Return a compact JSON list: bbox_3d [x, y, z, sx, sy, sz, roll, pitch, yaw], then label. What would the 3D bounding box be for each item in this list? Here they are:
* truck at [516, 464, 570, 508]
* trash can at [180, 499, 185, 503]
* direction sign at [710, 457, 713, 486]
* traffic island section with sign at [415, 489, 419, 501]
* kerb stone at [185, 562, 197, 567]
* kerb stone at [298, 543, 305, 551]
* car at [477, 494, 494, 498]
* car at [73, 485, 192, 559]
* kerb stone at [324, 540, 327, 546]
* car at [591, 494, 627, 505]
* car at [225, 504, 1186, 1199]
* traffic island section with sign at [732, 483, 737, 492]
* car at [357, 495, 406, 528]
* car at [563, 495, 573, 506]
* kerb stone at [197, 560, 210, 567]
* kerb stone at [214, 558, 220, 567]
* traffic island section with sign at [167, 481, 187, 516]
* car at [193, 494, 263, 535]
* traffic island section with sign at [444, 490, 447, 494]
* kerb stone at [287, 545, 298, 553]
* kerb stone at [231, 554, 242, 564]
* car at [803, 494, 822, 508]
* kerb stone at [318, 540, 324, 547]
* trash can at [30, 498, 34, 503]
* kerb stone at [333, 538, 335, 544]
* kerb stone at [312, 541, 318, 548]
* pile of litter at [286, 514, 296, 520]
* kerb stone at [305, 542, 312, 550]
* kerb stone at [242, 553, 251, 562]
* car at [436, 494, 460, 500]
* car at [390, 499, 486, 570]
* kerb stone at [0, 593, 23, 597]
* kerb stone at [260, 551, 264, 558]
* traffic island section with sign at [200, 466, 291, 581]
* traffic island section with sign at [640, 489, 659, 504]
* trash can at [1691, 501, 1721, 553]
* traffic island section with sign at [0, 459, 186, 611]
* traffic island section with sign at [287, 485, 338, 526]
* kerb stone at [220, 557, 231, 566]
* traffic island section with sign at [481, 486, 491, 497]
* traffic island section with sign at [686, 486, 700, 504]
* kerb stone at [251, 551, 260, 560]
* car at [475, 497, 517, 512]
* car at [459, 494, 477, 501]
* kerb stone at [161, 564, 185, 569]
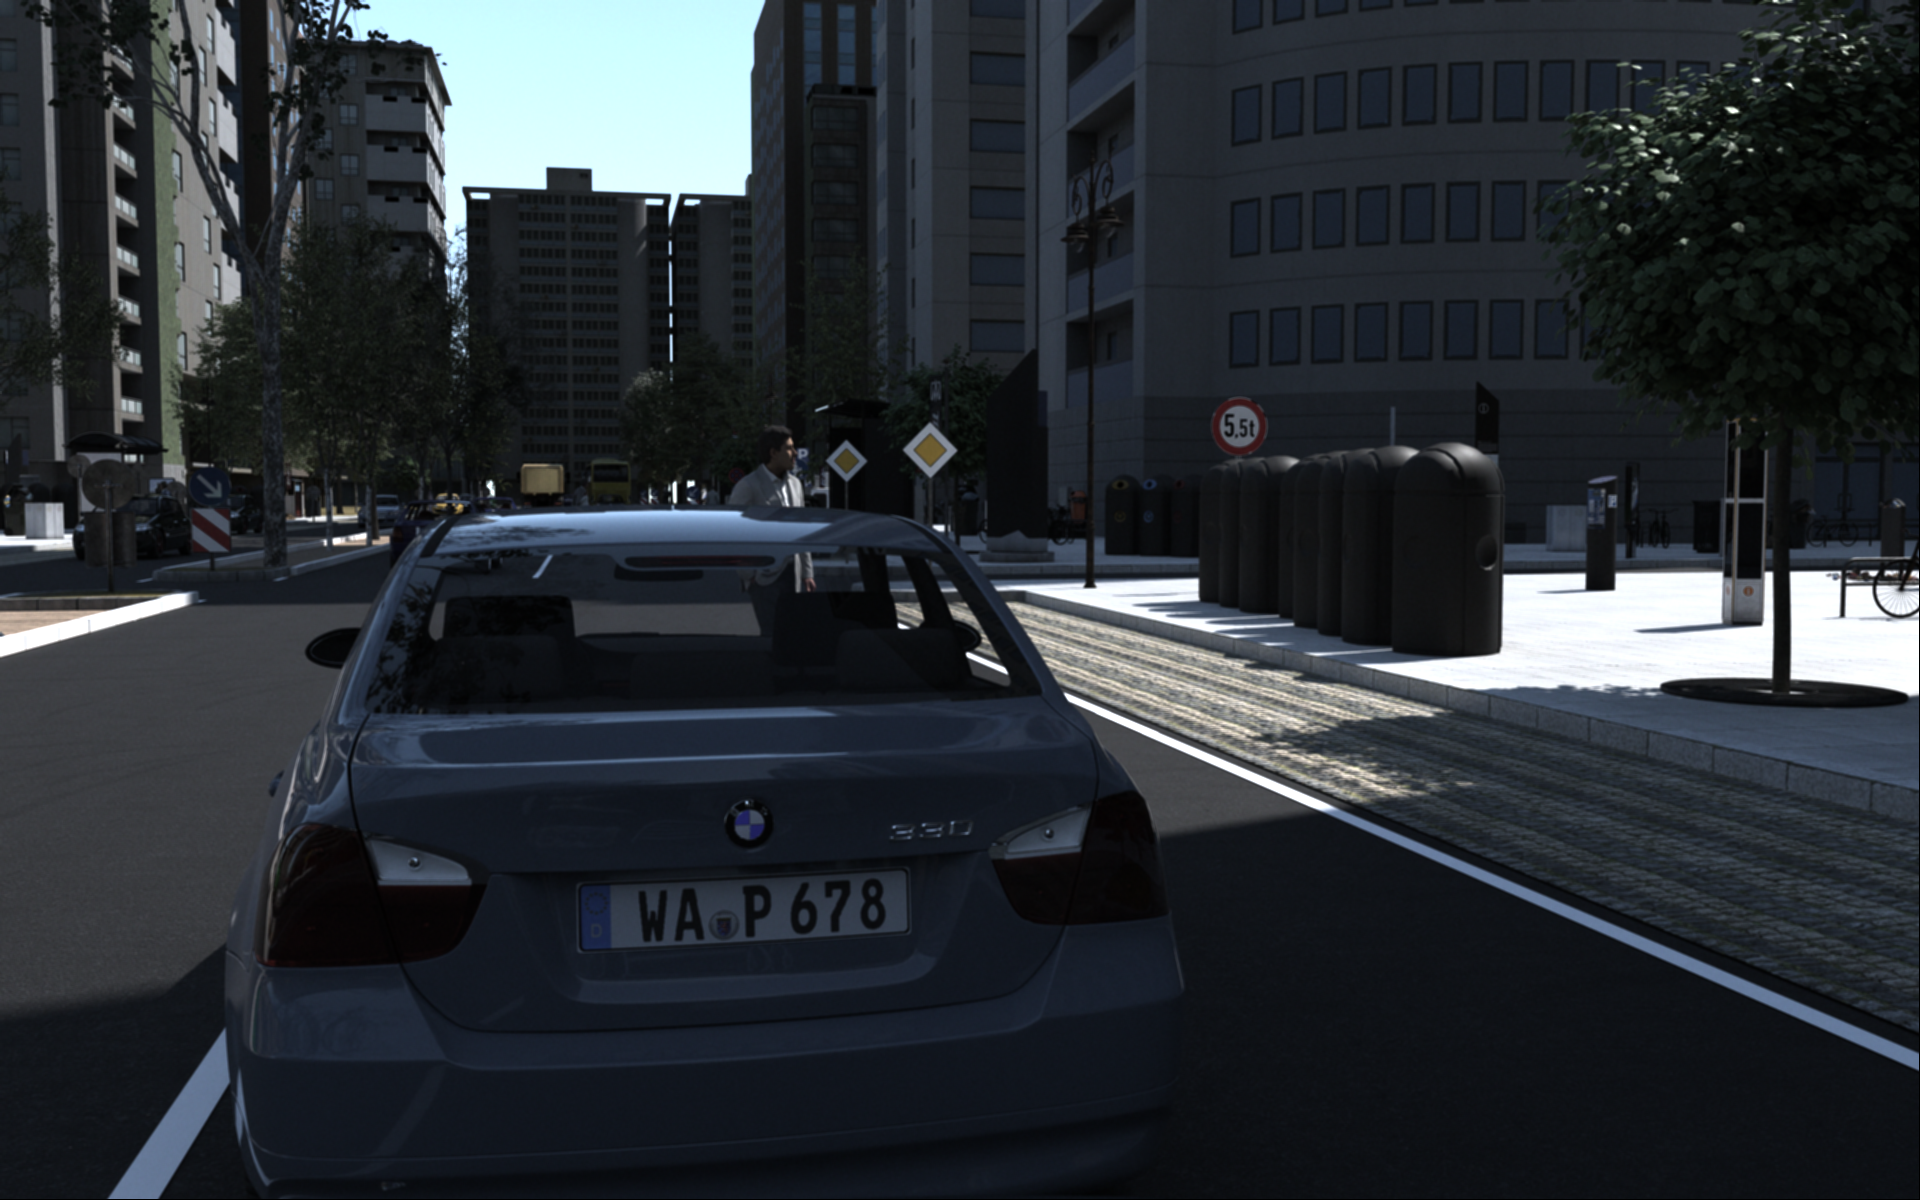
[{"bbox_3d":[-26.772,-7.052,111.224,3.469,3.379,9.791,-1,4,-13],"label":"truck"},{"bbox_3d":[-37.413,-4.356,82.871,0.748,1.137,0.748,0,3,0],"label":"trash can"},{"bbox_3d":[-15.219,-6.974,106.026,0.379,3.537,0.876,-1,4,-17],"label":"direction sign"},{"bbox_3d":[-39.922,-7.300,127.981,1.989,1.847,2.006,-1,4,-12],"label":"traffic island section with sign"},{"bbox_3d":[-14.083,-0.567,31.467,0.120,0.150,1.000,-1,4,-12],"label":"kerb stone"},{"bbox_3d":[-16.641,-1.301,43.474,0.120,0.150,1.000,-1,4,-12],"label":"kerb stone"},{"bbox_3d":[-44.659,-9.260,163.192,2.131,1.459,4.920,-1,4,-12],"label":"car"},{"bbox_3d":[-18.732,-1.807,39.327,2.009,1.686,4.222,-1,4,-10],"label":"car"},{"bbox_3d":[-17.504,-1.544,47.484,0.120,0.150,1.000,-1,4,-12],"label":"kerb stone"},{"bbox_3d":[-19.353,-5.248,95.591,2.009,1.686,4.222,-1,4,-13],"label":"car"},{"bbox_3d":[-0.803,0.442,4.768,2.014,1.417,4.499,-1,4,-13],"label":"car"},{"bbox_3d":[-7.204,-2.896,55.969,1.989,1.847,2.006,-1,4,-12],"label":"traffic island section with sign"},{"bbox_3d":[-24.951,-3.843,74.839,2.014,1.417,4.499,-1,4,-14],"label":"car"},{"bbox_3d":[-39.938,-10.057,177.018,1.945,1.354,3.894,-1,4,-11],"label":"car"},{"bbox_3d":[-14.288,-0.628,32.469,0.120,0.150,1.000,-1,4,-12],"label":"kerb stone"},{"bbox_3d":[-14.510,-0.689,33.467,0.120,0.150,1.000,-1,4,-12],"label":"kerb stone"},{"bbox_3d":[-23.805,-2.680,52.449,1.989,1.847,2.006,-1,4,-12],"label":"traffic island section with sign"},{"bbox_3d":[-25.888,-3.145,61.211,2.009,1.686,4.222,-1,4,-10],"label":"car"},{"bbox_3d":[-45.542,-8.912,154.346,1.989,1.847,2.006,-1,4,-12],"label":"traffic island section with sign"},{"bbox_3d":[-16.432,-1.238,42.468,0.120,0.150,1.000,-1,4,-12],"label":"kerb stone"},{"bbox_3d":[-14.930,-0.804,35.469,0.120,0.150,1.000,-1,4,-12],"label":"kerb stone"},{"bbox_3d":[-3.987,-1.838,39.840,2.009,1.686,4.222,-1,4,-11],"label":"car"},{"bbox_3d":[-17.287,-1.486,46.485,0.120,0.150,1.000,-1,4,-12],"label":"kerb stone"},{"bbox_3d":[-33.075,-3.023,61.083,0.748,1.137,0.748,0,3,0],"label":"trash can"},{"bbox_3d":[-17.716,-1.608,48.491,0.120,0.150,1.000,-1,4,-12],"label":"kerb stone"},{"bbox_3d":[-17.071,-1.424,45.481,0.120,0.150,1.000,-1,4,-12],"label":"kerb stone"},{"bbox_3d":[-33.645,-4.429,86.378,1.176,0.858,1.719,0,4,7],"label":"pile of litter"},{"bbox_3d":[-16.856,-1.363,44.473,0.120,0.150,1.000,-1,4,-12],"label":"kerb stone"},{"bbox_3d":[-15.153,-0.873,36.466,0.120,0.150,1.000,-1,4,-12],"label":"kerb stone"},{"bbox_3d":[-32.630,-6.122,110.325,2.015,1.641,3.980,-1,4,-12],"label":"car"},{"bbox_3d":[-9.535,-1.206,32.304,1.945,1.354,3.894,-1,4,-10],"label":"car"},{"bbox_3d":[-12.049,0.017,21.919,0.120,0.150,1.000,-1,4,-12],"label":"kerb stone"},{"bbox_3d":[-15.574,-0.995,38.469,0.120,0.150,1.000,-1,4,-12],"label":"kerb stone"},{"bbox_3d":[-12.550,-1.297,29.335,2.006,1.907,1.989,-1,4,-12],"label":"traffic island section with sign"},{"bbox_3d":[-23.306,-7.511,131.433,1.989,1.847,2.006,-1,4,-12],"label":"traffic island section with sign"},{"bbox_3d":[16.270,-1.589,37.635,0.748,1.137,0.748,0,3,0],"label":"trash can"},{"bbox_3d":[-11.013,-0.853,22.089,2.006,1.907,1.989,-1,4,-12],"label":"traffic island section with sign"},{"bbox_3d":[-29.442,-4.296,78.861,1.989,1.847,2.006,-1,4,-12],"label":"traffic island section with sign"},{"bbox_3d":[-14.721,-0.747,34.467,0.120,0.150,1.000,-1,4,-12],"label":"kerb stone"},{"bbox_3d":[-28.244,-5.791,102.823,2.006,1.907,1.989,-1,4,-12],"label":"traffic island section with sign"},{"bbox_3d":[-12.828,-4.508,82.334,1.989,1.847,2.006,-1,4,-12],"label":"traffic island section with sign"},{"bbox_3d":[-15.364,-0.934,37.466,0.120,0.150,1.000,-1,4,-12],"label":"kerb stone"},{"bbox_3d":[-14.763,-2.591,54.943,1.945,1.354,3.894,-1,4,-14],"label":"car"},{"bbox_3d":[-39.908,-7.855,140.229,2.131,1.459,4.920,-1,4,-13],"label":"car"},{"bbox_3d":[-13.866,-0.505,30.468,0.120,0.150,1.000,-1,4,-12],"label":"kerb stone"}]
